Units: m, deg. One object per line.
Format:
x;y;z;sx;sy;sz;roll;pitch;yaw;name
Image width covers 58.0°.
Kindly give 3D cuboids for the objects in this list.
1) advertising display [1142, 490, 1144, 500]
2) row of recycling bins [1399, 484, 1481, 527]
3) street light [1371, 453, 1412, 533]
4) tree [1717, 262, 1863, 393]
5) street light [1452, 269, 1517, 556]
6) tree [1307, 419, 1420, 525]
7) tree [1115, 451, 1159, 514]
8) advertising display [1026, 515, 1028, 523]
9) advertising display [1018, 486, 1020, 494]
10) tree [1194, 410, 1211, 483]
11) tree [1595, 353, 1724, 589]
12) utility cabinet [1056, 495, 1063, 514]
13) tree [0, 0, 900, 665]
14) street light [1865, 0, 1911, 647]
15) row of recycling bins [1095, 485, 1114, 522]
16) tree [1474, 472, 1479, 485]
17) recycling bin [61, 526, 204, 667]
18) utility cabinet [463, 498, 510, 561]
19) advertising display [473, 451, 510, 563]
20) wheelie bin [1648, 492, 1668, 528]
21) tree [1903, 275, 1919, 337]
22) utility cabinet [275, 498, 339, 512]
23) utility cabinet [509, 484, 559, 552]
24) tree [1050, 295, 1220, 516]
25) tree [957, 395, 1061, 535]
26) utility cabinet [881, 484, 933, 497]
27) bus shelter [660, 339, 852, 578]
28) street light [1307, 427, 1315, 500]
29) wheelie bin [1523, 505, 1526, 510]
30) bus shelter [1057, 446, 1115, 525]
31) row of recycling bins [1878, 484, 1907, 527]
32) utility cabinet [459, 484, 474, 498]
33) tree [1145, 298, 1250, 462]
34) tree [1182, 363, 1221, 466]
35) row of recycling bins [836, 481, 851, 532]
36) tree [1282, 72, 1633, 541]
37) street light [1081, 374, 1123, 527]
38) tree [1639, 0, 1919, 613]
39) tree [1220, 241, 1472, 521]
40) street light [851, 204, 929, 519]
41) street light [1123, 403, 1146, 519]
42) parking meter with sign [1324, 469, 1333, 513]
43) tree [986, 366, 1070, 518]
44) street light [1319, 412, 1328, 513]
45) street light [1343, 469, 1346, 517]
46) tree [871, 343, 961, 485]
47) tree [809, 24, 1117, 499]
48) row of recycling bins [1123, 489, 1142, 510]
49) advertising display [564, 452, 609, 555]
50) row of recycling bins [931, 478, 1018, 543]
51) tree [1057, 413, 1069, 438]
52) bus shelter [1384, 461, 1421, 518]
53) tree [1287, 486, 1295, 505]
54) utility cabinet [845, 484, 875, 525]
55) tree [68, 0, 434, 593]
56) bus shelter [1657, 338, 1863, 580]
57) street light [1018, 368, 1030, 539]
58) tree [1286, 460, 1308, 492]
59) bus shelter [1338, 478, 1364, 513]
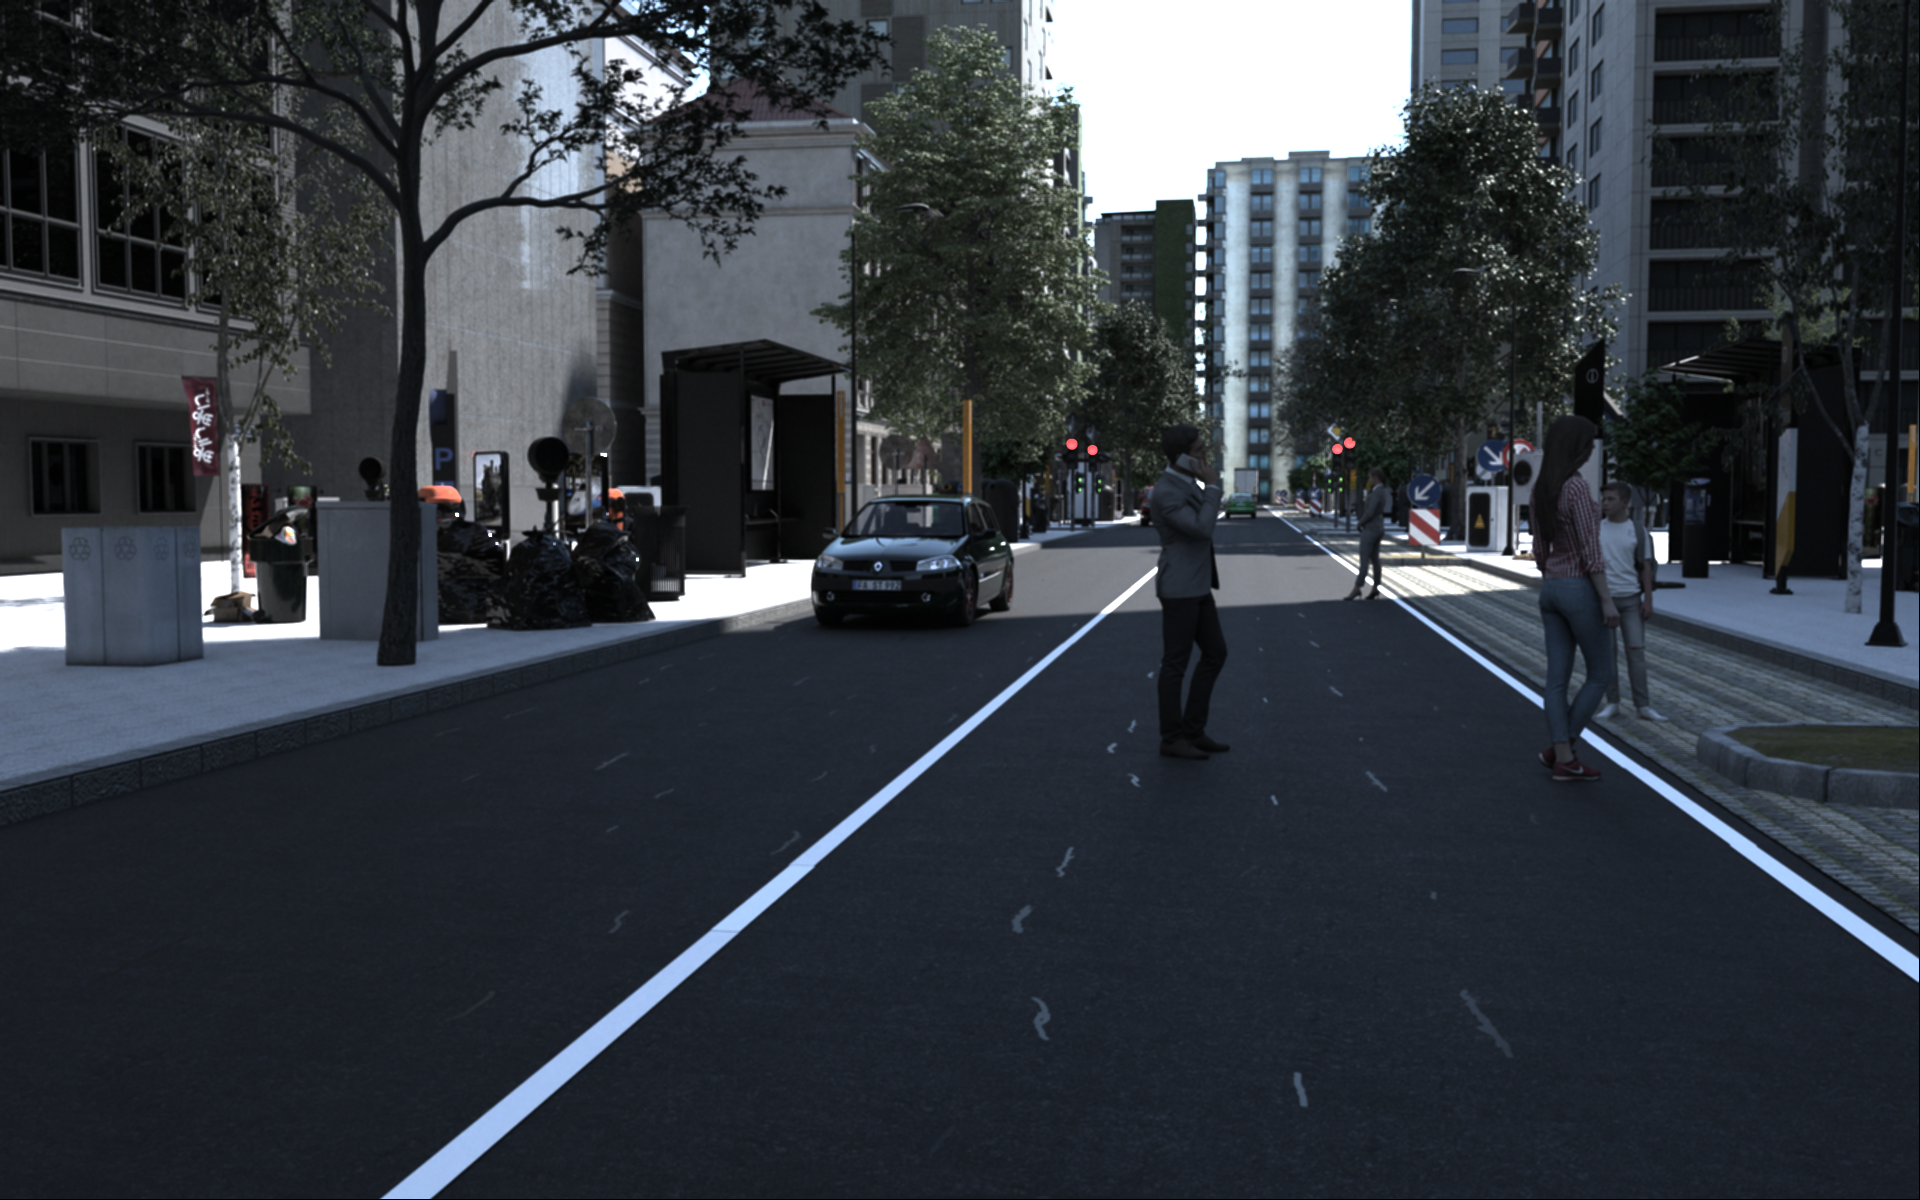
13.875;-7.703;131.164;0.123;1.923;0.974;1;4;8;advertising display
18.780;-3.704;67.674;3.534;1.692;1.069;-1;4;-15;row of recycling bins
14.394;-5.192;57.432;1.470;5.913;1.316;1;4;9;street light
25.542;-6.286;53.142;4.737;8.622;4.395;0;3;0;tree
10.858;-3.870;35.821;1.470;5.913;1.316;1;4;9;street light
17.523;-5.374;71.587;4.285;4.588;4.351;0;3;0;tree
11.669;-7.871;112.412;4.285;4.588;4.351;0;3;0;tree
2.886;-4.237;74.481;0.123;1.923;0.974;1;4;18;advertising display
4.192;-7.419;126.512;0.974;1.923;0.123;1;4;17;advertising display
23.438;-16.367;185.728;7.486;12.596;7.792;0;3;0;tree
9.634;-1.791;23.890;1.663;3.219;1.824;0;3;0;tree
4.794;-4.358;82.412;0.306;1.237;1.020;1;4;13;utility cabinet
-3.910;-4.795;12.810;7.601;10.594;8.767;-1;4;-17;tree
7.330;-2.573;14.617;1.470;5.913;1.316;1;4;9;street light
6.486;-4.564;81.732;1.069;1.692;3.534;-1;4;-11;row of recycling bins
35.313;-7.505;117.311;1.663;3.219;1.824;0;3;0;tree
-6.310;-0.041;13.231;0.722;1.027;0.722;1;4;9;recycling bin
-7.971;-1.065;28.567;1.020;1.237;0.306;0;3;0;utility cabinet
-7.123;-1.293;26.355;0.123;1.923;0.974;-3;5;-40;advertising display
26.441;-3.536;65.729;0.693;1.594;0.980;3;4;37;wheelie bin
19.232;-4.913;30.689;4.737;8.622;4.395;0;3;0;tree
-11.088;-1.119;29.453;0.306;1.237;1.020;3;5;40;utility cabinet
-9.305;-1.762;37.481;1.173;1.500;0.318;0;4;2;utility cabinet
9.657;-11.207;100.244;9.611;12.733;9.660;0;3;0;tree
1.517;-4.337;54.626;4.285;4.588;4.351;0;3;0;tree
-1.174;-1.824;38.501;1.173;1.500;0.318;2;4;31;utility cabinet
-3.303;-2.337;29.495;1.731;3.624;6.357;1;4;9;bus shelter
24.386;-8.892;117.929;1.470;5.913;1.316;1;4;9;street light
33.896;-5.927;104.810;0.980;1.594;0.693;-1;4;-9;wheelie bin
5.502;-4.965;75.098;2.014;3.302;5.546;1;4;9;bus shelter
36.046;-3.769;68.737;3.534;1.692;1.069;2;4;32;row of recycling bins
-10.496;-1.734;37.037;1.173;1.500;0.318;2;4;29;utility cabinet
21.501;-19.018;166.836;12.611;20.169;13.585;0;3;0;tree
15.872;-13.978;138.908;12.009;13.543;11.850;0;3;0;tree
-3.728;-2.869;54.014;1.069;1.692;3.534;0;4;1;row of recycling bins
13.703;-7.982;47.507;9.611;12.733;9.660;0;3;0;tree
5.408;-5.785;67.133;1.470;5.913;1.316;1;4;9;street light
9.659;-4.177;18.654;4.360;8.622;3.978;0;3;0;tree
19.301;-10.529;82.513;12.009;13.543;11.850;0;3;0;tree
-1.186;-3.389;27.958;1.470;5.913;1.316;1;4;9;street light
8.780;-7.084;88.363;1.470;5.913;1.316;1;4;9;street light
25.691;-7.604;120.593;0.543;3.016;1.738;1;4;18;parking meter with sign
3.514;-8.687;92.389;4.737;8.622;4.395;0;3;0;tree
20.921;-7.595;96.715;1.470;5.913;1.316;1;4;9;street light
17.339;-6.274;75.126;1.470;5.913;1.316;1;4;9;street light
-1.953;-7.726;76.684;4.737;8.622;4.395;0;3;0;tree
0.102;-7.638;43.012;7.486;12.596;7.792;0;3;0;tree
14.614;-7.953;137.136;3.534;1.692;1.069;1;4;22;row of recycling bins
-5.841;-1.338;27.090;0.974;1.923;0.123;3;5;41;advertising display
0.490;-2.434;46.916;1.069;1.692;3.534;-2;4;-28;row of recycling bins
9.480;-11.080;131.514;4.360;8.622;3.978;0;3;0;tree
23.127;-5.999;92.000;2.014;3.302;5.546;1;4;9;bus shelter
41.144;-13.345;212.785;1.663;3.219;1.824;0;3;0;tree
-2.229;-1.766;37.555;0.318;1.500;1.173;-2;4;-31;utility cabinet
-8.930;-4.366;21.754;4.360;8.622;3.978;0;3;0;tree
13.129;-2.305;28.964;1.731;3.624;6.357;1;4;9;bus shelter
2.357;-4.686;49.160;1.470;5.913;1.316;1;4;9;street light
27.453;-9.055;131.770;4.285;4.588;4.351;0;3;0;tree
25.618;-7.339;113.921;2.014;3.302;5.546;1;4;9;bus shelter
